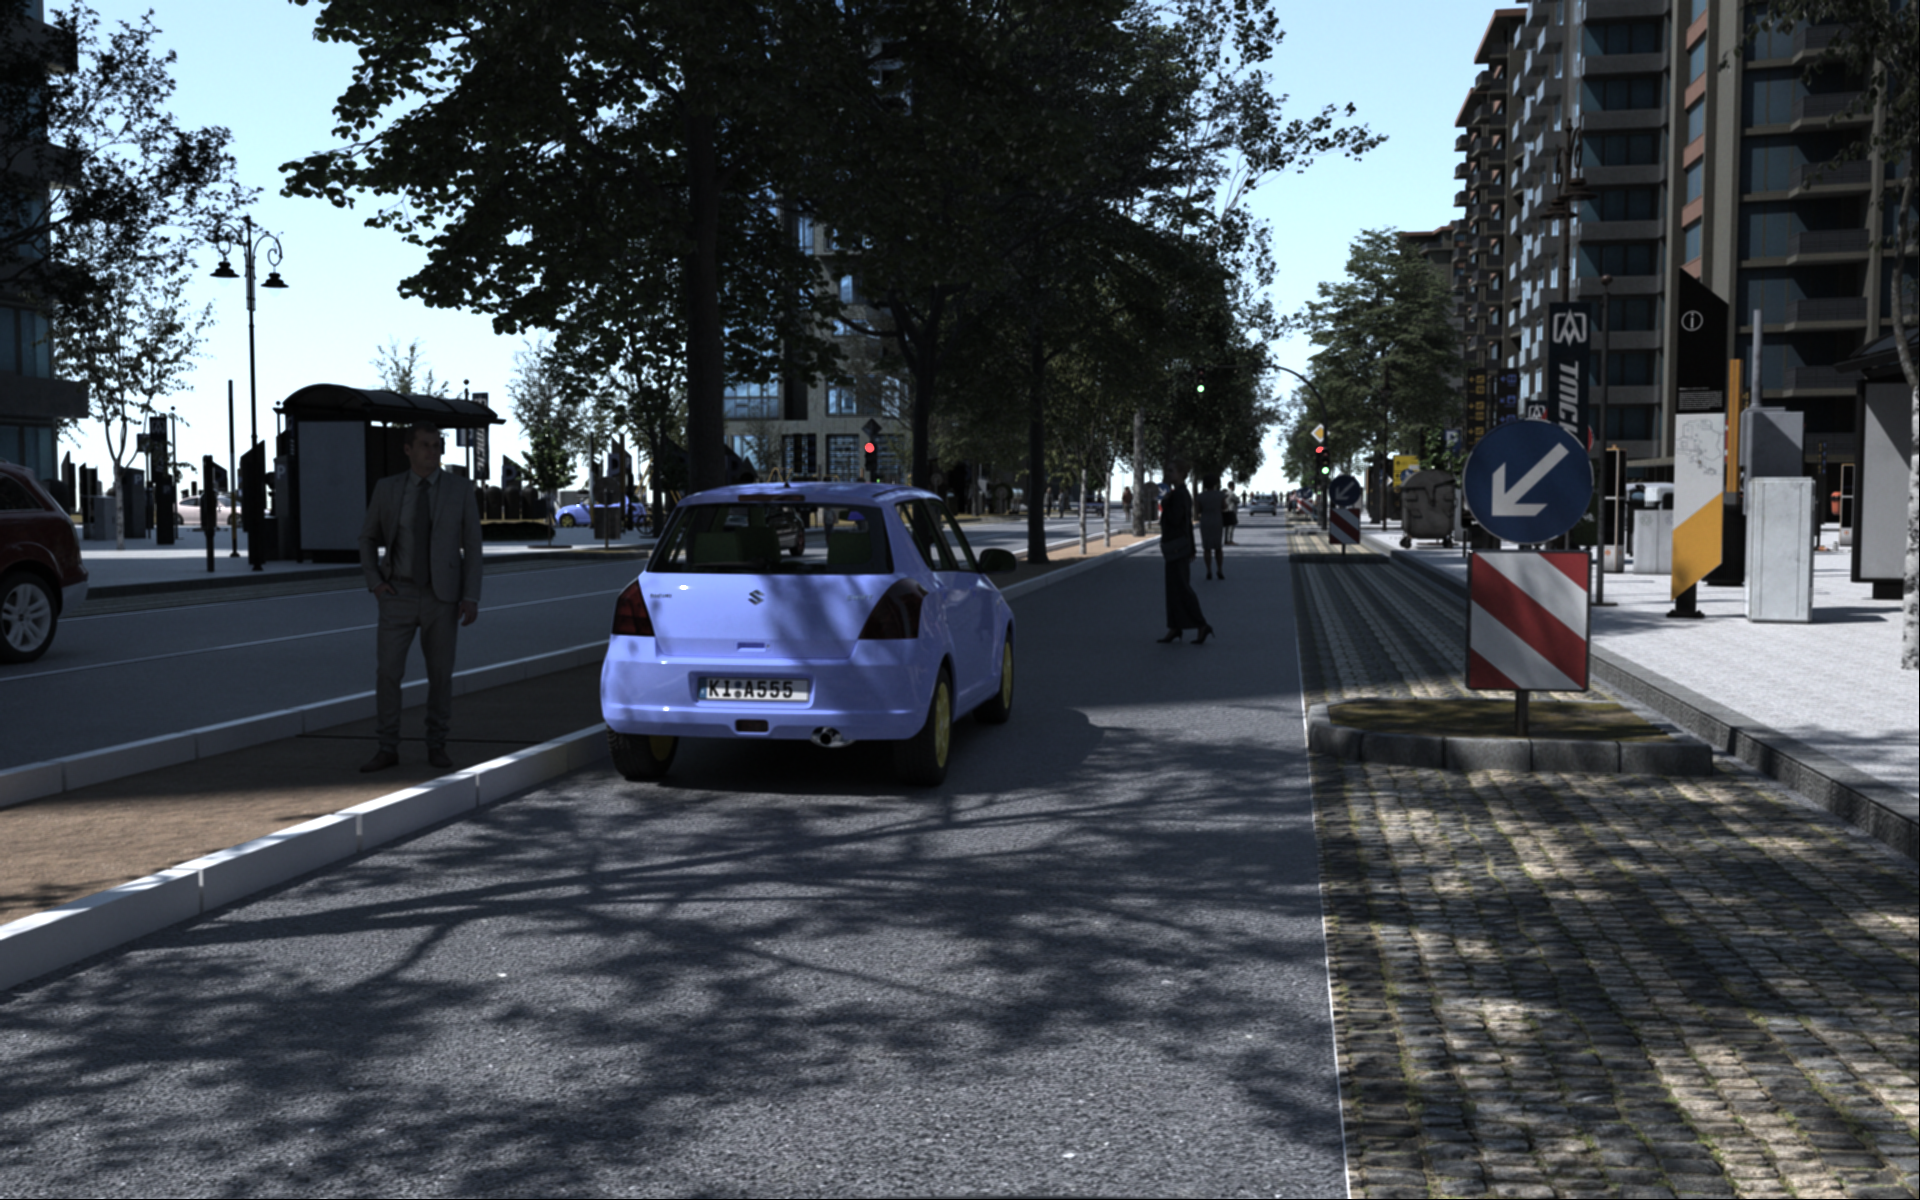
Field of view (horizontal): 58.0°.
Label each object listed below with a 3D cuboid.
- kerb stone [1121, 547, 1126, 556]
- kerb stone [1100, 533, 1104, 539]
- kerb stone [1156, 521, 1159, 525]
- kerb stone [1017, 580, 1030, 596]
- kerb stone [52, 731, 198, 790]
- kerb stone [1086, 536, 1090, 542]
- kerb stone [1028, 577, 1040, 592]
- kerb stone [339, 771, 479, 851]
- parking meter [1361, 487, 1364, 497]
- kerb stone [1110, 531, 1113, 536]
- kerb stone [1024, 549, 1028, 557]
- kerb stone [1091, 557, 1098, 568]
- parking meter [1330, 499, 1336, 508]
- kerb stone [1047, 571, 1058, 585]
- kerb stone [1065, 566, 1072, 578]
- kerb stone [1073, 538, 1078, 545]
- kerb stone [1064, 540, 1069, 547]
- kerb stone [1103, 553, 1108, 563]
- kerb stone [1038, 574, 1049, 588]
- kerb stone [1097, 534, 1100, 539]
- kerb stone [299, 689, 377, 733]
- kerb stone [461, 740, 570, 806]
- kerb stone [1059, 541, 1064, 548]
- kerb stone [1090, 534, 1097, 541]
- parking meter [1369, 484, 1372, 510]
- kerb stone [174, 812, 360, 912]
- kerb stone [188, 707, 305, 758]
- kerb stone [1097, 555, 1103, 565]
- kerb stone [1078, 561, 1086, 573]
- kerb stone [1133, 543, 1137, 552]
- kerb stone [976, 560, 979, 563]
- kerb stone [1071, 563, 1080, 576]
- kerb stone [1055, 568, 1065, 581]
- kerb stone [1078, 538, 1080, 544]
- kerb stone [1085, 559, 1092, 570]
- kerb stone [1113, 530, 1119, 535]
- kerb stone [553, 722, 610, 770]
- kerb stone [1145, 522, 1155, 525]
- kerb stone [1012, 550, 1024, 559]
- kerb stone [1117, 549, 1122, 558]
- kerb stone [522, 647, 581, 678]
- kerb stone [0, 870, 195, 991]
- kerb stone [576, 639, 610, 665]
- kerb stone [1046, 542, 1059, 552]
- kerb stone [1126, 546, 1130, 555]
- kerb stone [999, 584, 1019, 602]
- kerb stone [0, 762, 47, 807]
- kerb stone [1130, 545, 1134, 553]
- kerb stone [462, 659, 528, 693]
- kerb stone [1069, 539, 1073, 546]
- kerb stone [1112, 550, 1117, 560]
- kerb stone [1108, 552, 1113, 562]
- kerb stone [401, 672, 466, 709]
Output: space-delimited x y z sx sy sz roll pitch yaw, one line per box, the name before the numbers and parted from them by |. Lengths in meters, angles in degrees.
kerb stone | 3.638 -1.069 39.718 0.120 0.150 1.000 1 4 11
kerb stone | 4.392 -2.019 55.199 0.120 0.150 1.000 1 4 11
kerb stone | 9.004 -3.529 79.901 0.120 0.150 1.000 1 4 11
kerb stone | 0.826 -0.146 24.590 0.120 0.150 1.000 1 4 11
kerb stone | -4.254 0.821 8.812 0.120 0.150 1.000 1 4 11
kerb stone | 3.646 -1.772 51.174 0.120 0.150 1.000 1 4 11
kerb stone | 1.013 -0.208 25.596 0.120 0.150 1.000 1 4 11
kerb stone | -2.366 0.902 7.448 0.120 0.150 1.000 1 4 11
parking meter | 32.855 -8.312 141.617 0.255 1.863 0.399 1 4 11
kerb stone | 4.962 -2.204 58.232 0.120 0.150 1.000 1 4 11
kerb stone | 1.394 -1.033 39.089 0.120 0.150 1.000 1 4 11
kerb stone | 2.515 -0.701 33.658 0.120 0.150 1.000 1 4 11
parking meter | 23.267 -6.263 108.110 0.399 1.863 0.255 1 4 19
kerb stone | 1.396 -0.332 27.620 0.120 0.150 1.000 1 4 11
kerb stone | 1.762 -0.452 29.633 0.120 0.150 1.000 1 4 11
kerb stone | 3.081 -1.588 48.160 0.120 0.150 1.000 1 4 11
kerb stone | 2.706 -1.464 46.137 0.120 0.150 1.000 1 4 11
kerb stone | 2.887 -0.825 35.683 0.120 0.150 1.000 1 4 11
kerb stone | 1.200 -0.265 26.617 0.120 0.150 1.000 1 4 11
kerb stone | 4.198 -1.957 54.192 0.120 0.150 1.000 1 4 11
kerb stone | -3.870 0.697 10.826 0.120 0.150 1.000 1 4 11
kerb stone | -2.175 0.841 8.453 0.120 0.150 1.000 1 4 11
kerb stone | 2.512 -1.402 45.133 0.120 0.150 1.000 1 4 11
kerb stone | 4.017 -1.895 53.185 0.120 0.150 1.000 1 4 11
parking meter | 22.909 -5.529 96.117 0.399 1.863 0.255 1 4 13
kerb stone | -2.559 0.964 6.433 0.120 0.150 1.000 1 4 11
kerb stone | -4.060 0.759 9.816 0.120 0.150 1.000 1 4 11
kerb stone | 2.704 -0.762 34.677 0.120 0.150 1.000 1 4 11
kerb stone | 2.146 -0.574 31.644 0.120 0.150 1.000 1 4 11
kerb stone | 4.207 -1.257 42.739 0.120 0.150 1.000 1 4 11
kerb stone | 0.453 -0.724 34.055 0.120 0.150 1.000 1 4 11
kerb stone | 1.953 -0.511 30.640 0.120 0.150 1.000 1 4 11
kerb stone | 1.577 -0.393 28.627 0.120 0.150 1.000 1 4 11
kerb stone | 3.269 -1.649 49.165 0.120 0.150 1.000 1 4 11
kerb stone | 2.331 -0.639 32.649 0.120 0.150 1.000 1 4 11
kerb stone | 5.334 -2.327 60.258 0.120 0.150 1.000 1 4 11
kerb stone | -1.990 0.779 9.466 0.120 0.150 1.000 1 4 11
kerb stone | 8.430 -3.339 76.873 0.120 0.150 1.000 1 4 11
kerb stone | 1.212 -0.972 38.083 0.120 0.150 1.000 1 4 11
kerb stone | 3.460 -1.010 38.711 0.120 0.150 1.000 1 4 11
kerb stone | -3.308 0.515 13.855 0.120 0.150 1.000 1 4 11
kerb stone | -2.746 1.028 5.428 0.120 0.150 1.000 1 4 11
kerb stone | -3.123 0.449 14.860 0.120 0.150 1.000 1 4 11
kerb stone | 2.334 -1.340 44.126 0.120 0.150 1.000 1 4 11
kerb stone | 3.842 -1.133 40.728 0.120 0.150 1.000 1 4 11
kerb stone | 0.639 -0.085 23.585 0.120 0.150 1.000 1 4 11
kerb stone | -4.441 0.881 7.794 0.120 0.150 1.000 1 4 11
kerb stone | 4.022 -1.195 41.734 0.120 0.150 1.000 1 4 11
kerb stone | -3.498 0.576 12.845 0.120 0.150 1.000 1 4 11
kerb stone | 2.894 -1.526 47.148 0.120 0.150 1.000 1 4 11
kerb stone | 3.264 -0.948 37.708 0.120 0.150 1.000 1 4 11
kerb stone | 3.083 -0.887 36.695 0.120 0.150 1.000 1 4 11
kerb stone | -3.682 0.633 11.839 0.120 0.150 1.000 1 4 11
